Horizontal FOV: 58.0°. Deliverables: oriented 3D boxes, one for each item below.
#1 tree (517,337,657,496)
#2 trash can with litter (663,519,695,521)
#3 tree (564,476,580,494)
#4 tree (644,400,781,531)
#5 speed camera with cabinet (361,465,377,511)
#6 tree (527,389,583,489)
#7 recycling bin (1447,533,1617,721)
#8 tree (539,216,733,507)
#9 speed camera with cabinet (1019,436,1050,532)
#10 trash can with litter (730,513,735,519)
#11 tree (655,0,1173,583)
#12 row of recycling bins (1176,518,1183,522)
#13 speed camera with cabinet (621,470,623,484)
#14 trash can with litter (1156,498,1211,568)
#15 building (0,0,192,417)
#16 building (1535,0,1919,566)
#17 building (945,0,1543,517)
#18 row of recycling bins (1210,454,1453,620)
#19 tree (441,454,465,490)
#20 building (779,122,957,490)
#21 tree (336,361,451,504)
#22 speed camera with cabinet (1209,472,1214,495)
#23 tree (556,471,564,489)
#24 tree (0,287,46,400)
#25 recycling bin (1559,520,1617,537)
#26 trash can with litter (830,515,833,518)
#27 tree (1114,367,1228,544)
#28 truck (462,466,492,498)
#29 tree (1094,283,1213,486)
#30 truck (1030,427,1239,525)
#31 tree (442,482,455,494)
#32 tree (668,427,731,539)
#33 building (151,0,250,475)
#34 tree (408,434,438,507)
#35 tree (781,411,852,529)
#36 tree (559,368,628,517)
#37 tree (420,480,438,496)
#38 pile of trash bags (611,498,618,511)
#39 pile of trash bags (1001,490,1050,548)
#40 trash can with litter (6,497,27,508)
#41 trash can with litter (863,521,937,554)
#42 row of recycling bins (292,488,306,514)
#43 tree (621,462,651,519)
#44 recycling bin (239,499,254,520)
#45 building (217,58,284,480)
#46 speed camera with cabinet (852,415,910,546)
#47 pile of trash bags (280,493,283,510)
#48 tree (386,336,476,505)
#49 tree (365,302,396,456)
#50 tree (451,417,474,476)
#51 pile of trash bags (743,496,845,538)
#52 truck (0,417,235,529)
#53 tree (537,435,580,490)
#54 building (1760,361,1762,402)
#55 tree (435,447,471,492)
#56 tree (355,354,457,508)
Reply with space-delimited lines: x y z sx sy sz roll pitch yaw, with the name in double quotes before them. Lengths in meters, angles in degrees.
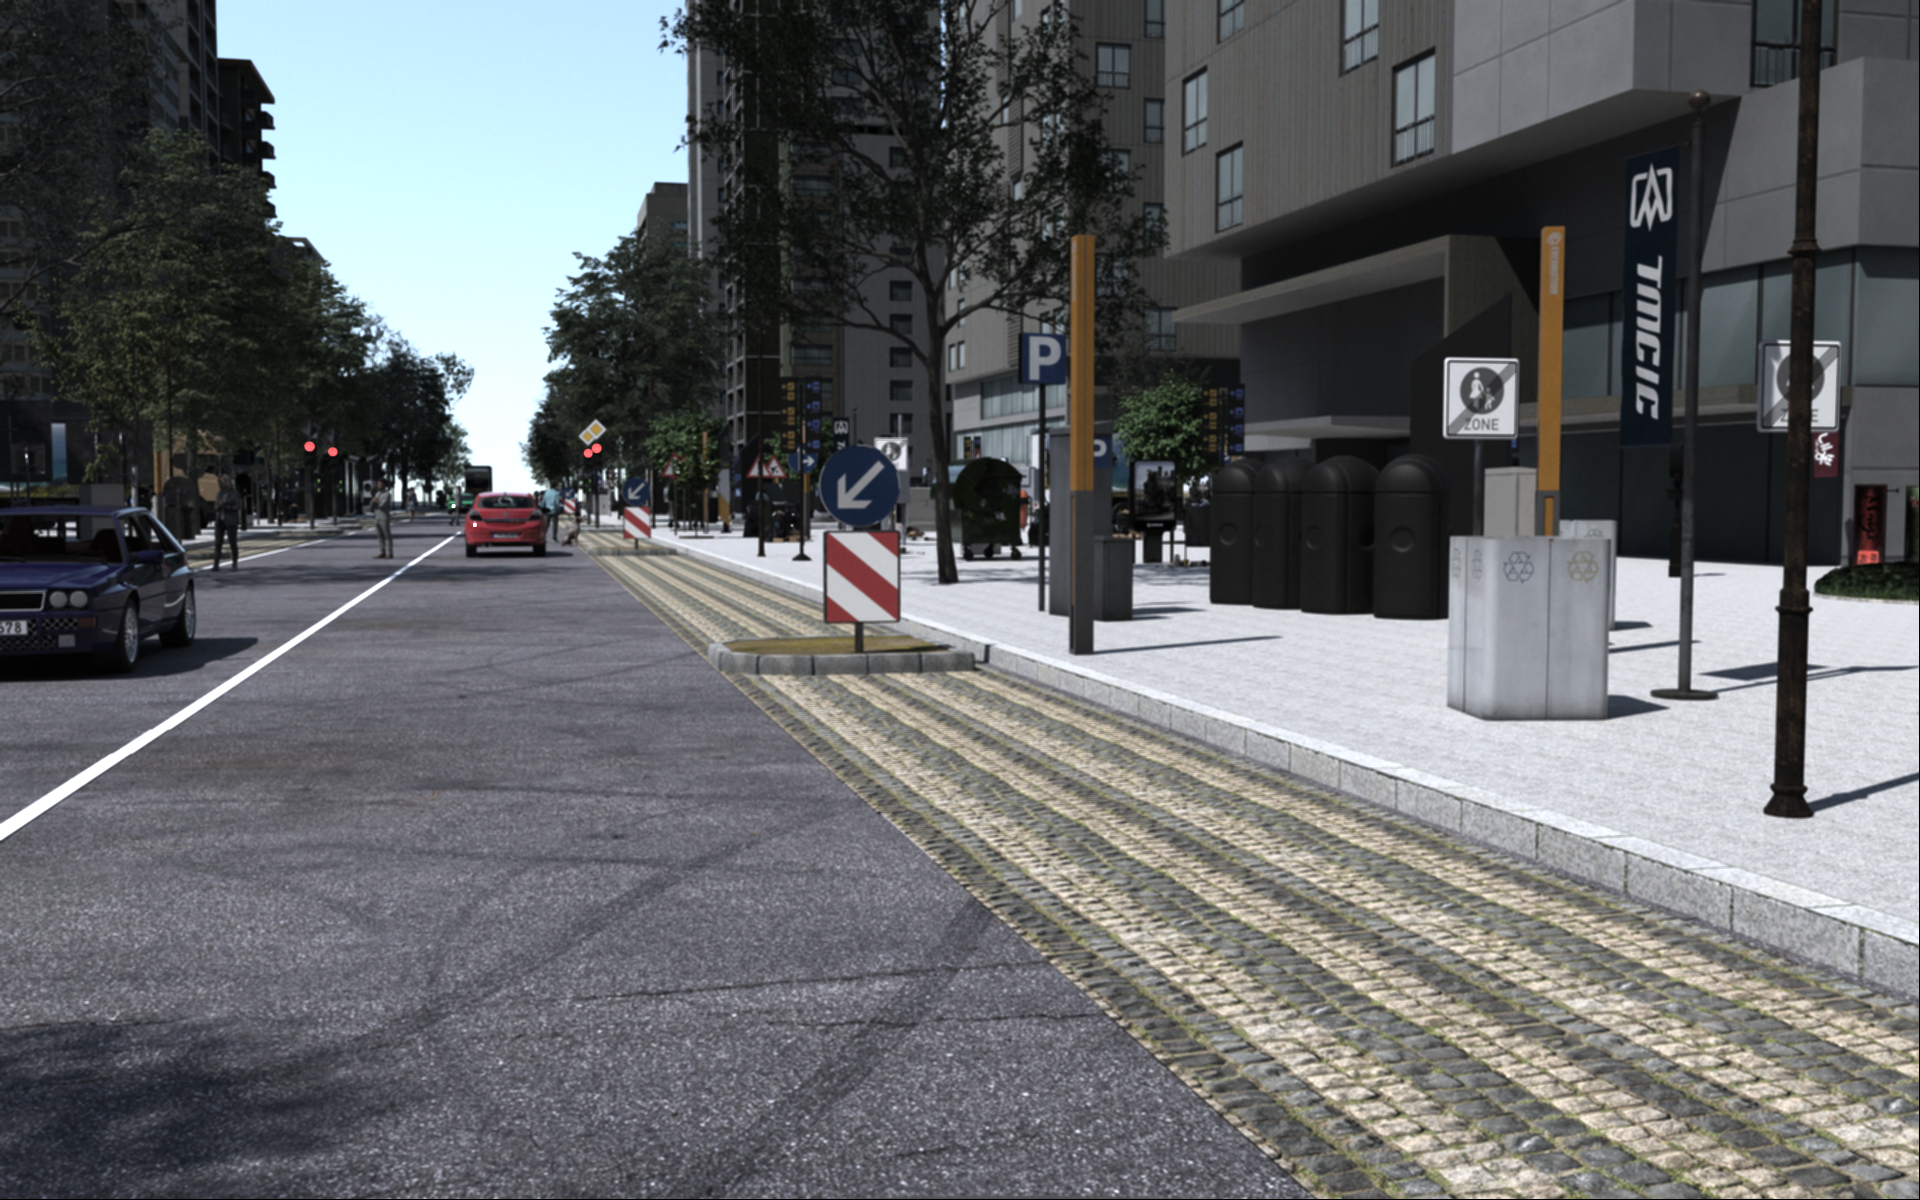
"tree" -28.347 -13.694 134.273 12.009 13.543 11.850 0 3 0
"trash can with litter" -13.521 -4.466 84.069 2.233 1.210 1.678 -3 4 -37
"tree" -38.134 -10.818 171.478 1.663 3.219 1.824 0 3 0
"tree" -9.446 -4.722 60.925 4.285 4.588 4.351 0 3 0
"speed camera with cabinet" -40.299 -7.474 116.532 2.038 3.252 0.660 1 4 15
"tree" -40.509 -15.831 176.960 7.486 12.596 7.792 0 3 0
"recycling bin" 3.313 0.148 10.130 0.722 1.027 0.722 0 4 -2
"tree" -15.204 -10.651 80.793 9.857 13.997 8.962 0 3 0
"speed camera with cabinet" 2.951 -3.929 58.573 2.038 3.252 0.660 2 4 33
"trash can with litter" -11.349 -4.738 88.854 1.055 1.170 0.624 -1 4 -13
"tree" -0.506 -5.523 24.717 7.601 10.594 8.767 0 4 7
"row of recycling bins" 9.969 -4.465 80.123 1.069 1.692 3.534 -2 4 -31
"speed camera with cabinet" -27.349 -9.090 142.965 0.660 3.252 2.038 -3 5 -43
"trash can with litter" 4.631 -1.196 30.610 2.233 1.210 1.678 1 4 10
"building" -69.315 -26.334 122.443 32.217 40.220 23.993 -1 4 -14
"building" 22.573 -27.820 44.104 28.713 52.752 27.495 -1 4 -14
"building" 14.862 -31.563 105.295 27.495 52.752 28.713 -1 4 -14
"row of recycling bins" 4.003 -0.735 19.135 1.069 1.692 3.534 -2 4 -30
"tree" -80.901 -19.929 276.197 4.737 8.622 4.395 0 3 0
"building" -7.569 -22.449 138.743 14.160 30.474 14.107 -1 4 -14
"tree" -44.895 -12.729 133.876 9.928 11.665 9.643 0 3 0
"speed camera with cabinet" 9.614 -4.528 68.370 0.660 3.252 2.038 1 4 18
"tree" -57.035 -18.112 246.500 4.737 8.622 4.395 0 3 0
"tree" -32.271 -6.512 56.835 4.360 8.622 3.978 0 3 0
"recycling bin" 5.869 -0.247 16.589 0.722 1.027 0.722 1 4 16
"trash can with litter" -7.000 -5.333 98.580 0.624 1.170 1.055 0 4 6
"tree" 5.603 -3.750 45.023 4.285 4.588 4.351 0 3 0
"truck" -48.231 -11.290 173.498 2.839 4.237 11.283 -1 4 -14
"tree" 6.390 -6.714 60.138 4.360 8.622 3.978 0 3 0
"truck" 8.786 -5.272 75.103 11.283 4.237 2.839 -1 4 -13
"tree" -69.899 -14.766 236.023 1.663 3.219 1.824 0 3 0
"tree" -7.749 -3.409 50.339 1.663 3.219 1.824 0 3 0
"building" -71.458 -43.230 145.058 20.563 71.187 20.611 -1 4 -14
"tree" -54.922 -13.855 176.889 4.360 8.622 3.978 0 3 0
"tree" -5.575 -4.938 64.444 4.285 4.588 4.351 0 3 0
"tree" -20.033 -9.026 97.943 4.360 8.622 3.978 0 3 0
"tree" -56.045 -11.472 182.172 1.663 3.219 1.824 0 3 0
"pile of trash bags" -26.668 -7.334 129.656 1.912 1.369 3.447 2 4 32
"pile of trash bags" 1.616 -2.024 42.839 1.912 1.369 3.447 0 4 6
"trash can with litter" -26.419 -2.337 49.275 1.678 1.210 2.233 -1 4 -12
"trash can with litter" -1.725 -1.614 37.440 1.678 1.210 2.233 -3 5 -44
"row of recycling bins" -42.248 -6.368 111.223 1.069 1.692 3.534 -1 4 -9
"tree" -17.095 -5.818 89.723 1.663 3.219 1.824 0 3 0
"recycling bin" -35.244 -4.445 85.231 0.722 1.027 0.722 -3 5 -40
"building" -79.457 -31.499 169.633 22.147 44.769 28.867 -1 4 -14
"speed camera with cabinet" -2.013 -3.021 43.725 0.660 3.252 2.038 -2 4 -33
"pile of trash bags" -49.461 -7.116 126.092 1.912 1.369 3.447 -1 4 -17
"tree" -65.259 -21.576 208.649 12.611 20.169 13.585 0 3 0
"tree" -31.115 -10.081 82.951 7.486 12.596 7.792 0 3 0
"tree" -68.462 -18.607 229.980 9.928 11.665 9.643 0 3 0
"pile of trash bags" -4.879 -2.568 51.737 3.447 1.369 1.912 0 4 6
"truck" -32.326 -4.611 64.299 11.283 4.237 2.839 -1 4 -15
"tree" -53.923 -18.960 235.757 9.928 11.665 9.643 0 3 0
"building" 43.952 -25.962 108.066 14.086 41.232 14.154 -1 4 -14
"tree" -86.198 -22.052 294.966 7.601 10.594 8.767 -1 4 -8
"tree" -49.718 -15.190 155.017 9.857 13.997 8.962 0 3 0
